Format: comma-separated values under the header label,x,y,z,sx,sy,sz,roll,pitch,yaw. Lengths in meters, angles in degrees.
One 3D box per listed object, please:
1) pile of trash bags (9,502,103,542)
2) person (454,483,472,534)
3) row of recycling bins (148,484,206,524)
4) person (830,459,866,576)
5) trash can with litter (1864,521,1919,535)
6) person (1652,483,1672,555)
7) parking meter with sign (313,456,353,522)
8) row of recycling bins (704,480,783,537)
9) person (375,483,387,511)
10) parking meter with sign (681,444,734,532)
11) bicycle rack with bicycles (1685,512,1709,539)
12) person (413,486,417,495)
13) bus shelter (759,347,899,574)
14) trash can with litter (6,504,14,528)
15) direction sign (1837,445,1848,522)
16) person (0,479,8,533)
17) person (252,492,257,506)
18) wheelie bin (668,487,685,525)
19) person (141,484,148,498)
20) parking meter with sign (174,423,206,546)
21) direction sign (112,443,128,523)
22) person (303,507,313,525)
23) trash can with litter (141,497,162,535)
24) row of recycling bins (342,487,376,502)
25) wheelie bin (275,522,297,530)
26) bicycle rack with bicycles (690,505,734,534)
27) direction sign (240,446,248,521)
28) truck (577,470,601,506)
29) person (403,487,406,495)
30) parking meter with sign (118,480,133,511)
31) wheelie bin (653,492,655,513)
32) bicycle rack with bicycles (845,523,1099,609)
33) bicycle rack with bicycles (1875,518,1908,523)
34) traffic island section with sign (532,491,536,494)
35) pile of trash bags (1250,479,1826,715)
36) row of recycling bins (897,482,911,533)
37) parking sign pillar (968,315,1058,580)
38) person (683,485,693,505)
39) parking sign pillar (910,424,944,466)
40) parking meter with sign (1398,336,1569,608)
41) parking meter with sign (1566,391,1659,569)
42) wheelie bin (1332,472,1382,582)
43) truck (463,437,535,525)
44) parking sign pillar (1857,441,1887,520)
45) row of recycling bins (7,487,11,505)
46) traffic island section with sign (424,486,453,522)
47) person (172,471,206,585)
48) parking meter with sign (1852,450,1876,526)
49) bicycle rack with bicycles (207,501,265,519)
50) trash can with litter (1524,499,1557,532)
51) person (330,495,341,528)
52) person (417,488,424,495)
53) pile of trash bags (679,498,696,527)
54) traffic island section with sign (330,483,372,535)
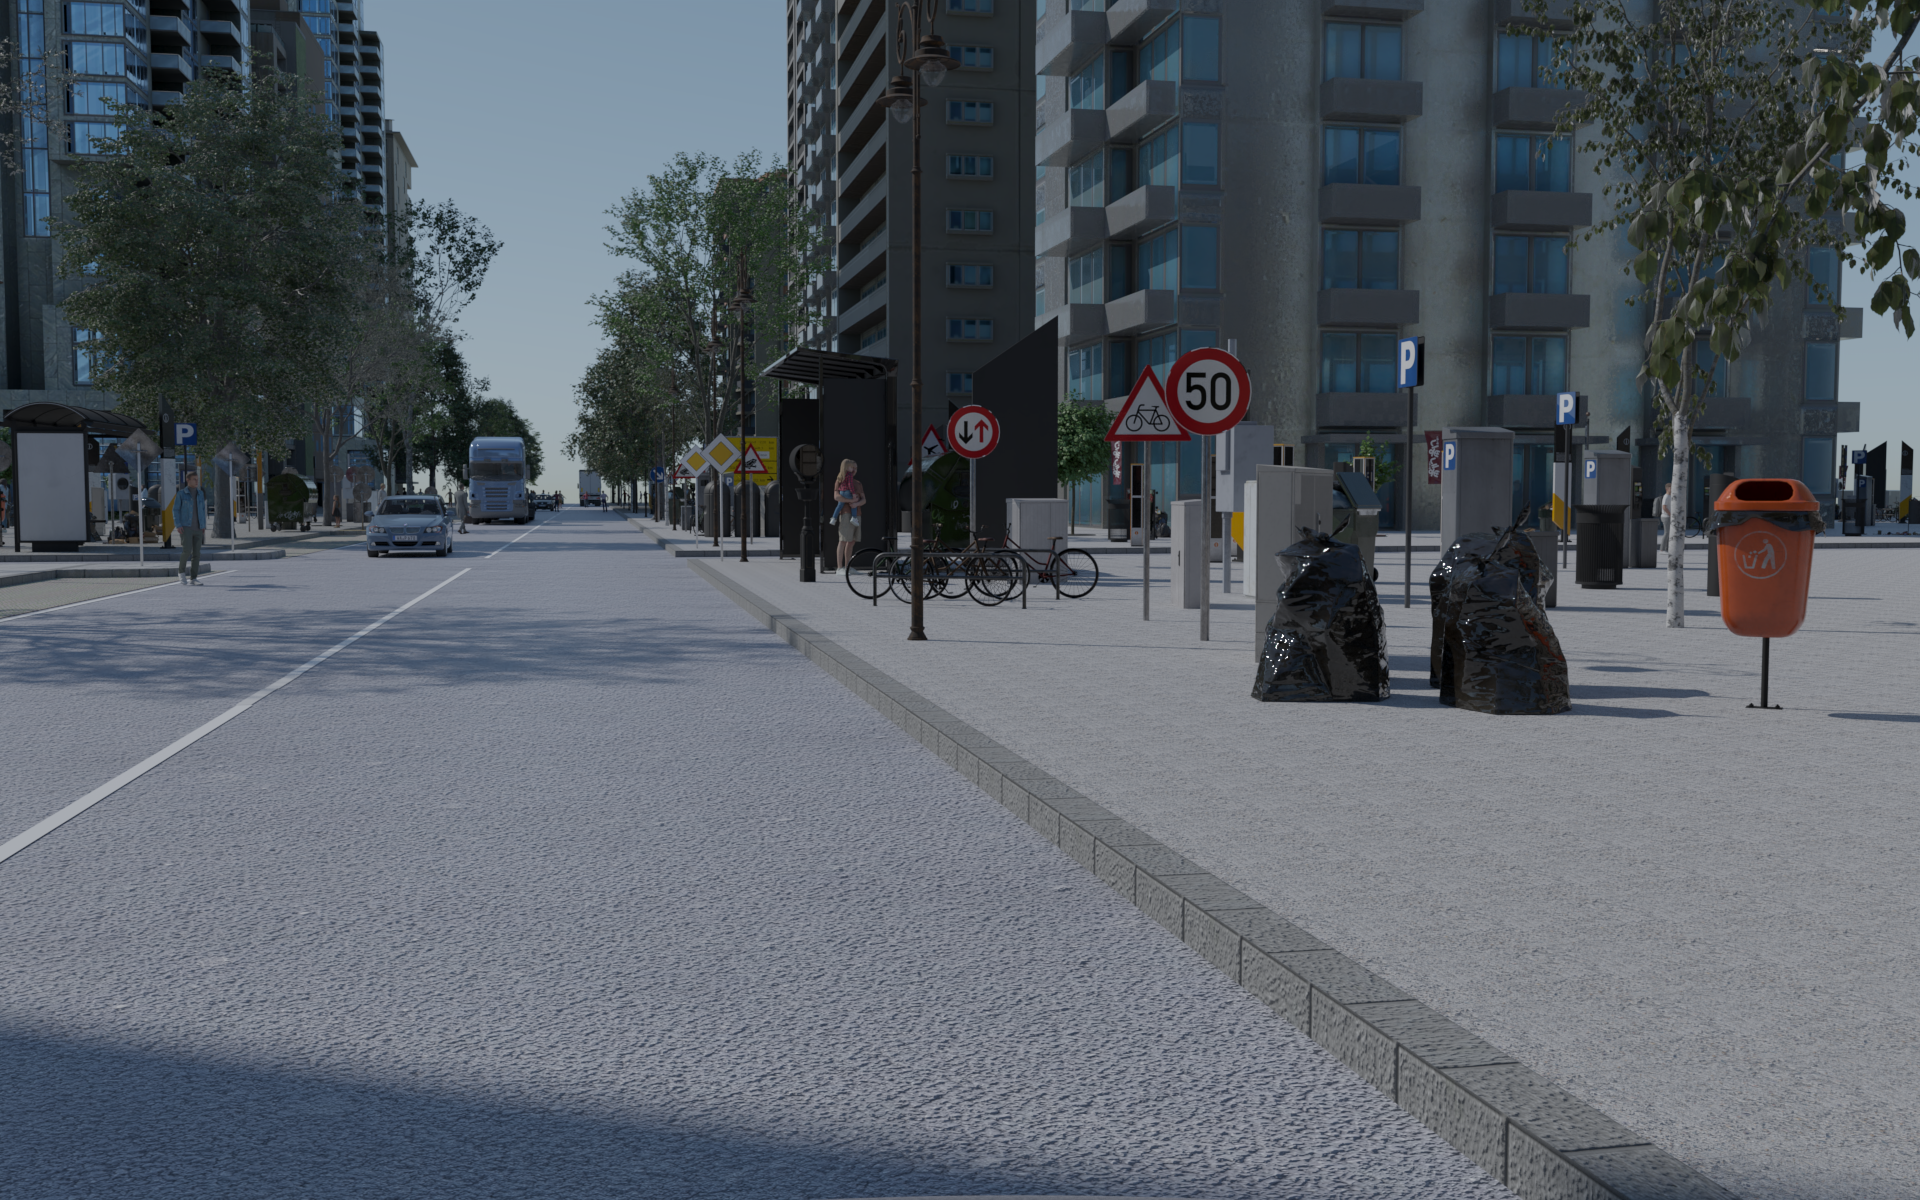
label,x,y,z,sx,sy,sz,roll,pitch,yaw
pile of trash bags,-24.371,-2.288,47.157,1.912,1.369,3.447,-1,4,-18
person,-17.789,-3.268,62.029,0.694,1.812,0.767,2,4,30
row of recycling bins,-33.461,-4.088,73.957,3.534,1.692,1.069,2,4,34
person,-1.766,-1.303,27.318,0.573,1.828,0.580,0,4,-7
trash can with litter,29.618,-2.647,54.341,2.233,1.210,1.678,2,4,33
person,14.950,-1.711,36.614,0.523,1.515,0.503,0,4,-6
parking meter with sign,-28.796,-5.102,79.681,1.738,3.016,0.543,-1,4,-19
row of recycling bins,-5.870,-2.728,51.722,3.534,1.692,1.069,0,4,-7
person,-27.186,-4.600,81.610,0.624,1.780,0.694,2,4,29
parking meter with sign,-8.995,-3.979,61.319,1.738,3.016,0.543,-1,4,-13
bicycle rack with bicycles,22.254,-2.230,49.843,2.925,0.926,2.852,2,4,28
person,-33.215,-6.063,105.347,0.511,1.800,0.466,3,5,40
bus shelter,-2.401,-2.423,30.900,1.731,3.624,6.357,-1,4,-12
trash can with litter,-35.637,-3.276,64.956,1.055,1.170,0.624,-2,4,-24
direction sign,40.675,-5.367,79.755,0.379,3.537,0.876,3,5,42
person,-31.692,-3.120,57.316,0.793,1.790,0.793,-2,4,-34
person,-43.192,-6.112,106.549,0.480,1.755,0.524,1,4,9
wheelie bin,-11.873,-3.951,72.505,0.693,1.594,0.980,1,4,21
person,-42.790,-5.179,90.978,0.793,1.790,0.793,1,4,16
parking meter with sign,-19.258,-2.881,43.370,0.543,3.016,1.738,-1,4,-16
direction sign,-37.403,-5.206,77.119,0.379,3.537,0.876,2,4,25
person,-26.852,-3.956,70.846,0.709,1.813,0.853,-1,4,-21
trash can with litter,-25.139,-2.617,54.181,1.055,1.170,0.624,3,4,37
row of recycling bins,-34.196,-5.539,97.681,3.534,1.692,1.069,2,4,35
wheelie bin,-24.125,-3.316,62.117,0.693,1.594,0.980,3,5,42
bicycle rack with bicycles,-7.707,-2.619,56.210,2.852,0.926,2.925,2,4,30
direction sign,-34.093,-5.531,82.430,0.379,3.537,0.876,-1,4,-11
truck,-43.503,-13.126,203.527,2.839,4.237,11.283,-1,4,-13
person,-46.851,-8.581,145.974,0.705,1.869,1.348,-1,4,-21
parking meter with sign,-46.295,-6.101,96.020,1.738,3.016,0.543,0,4,8
wheelie bin,-19.572,-6.359,111.873,0.980,1.594,0.693,-2,4,-28
bicycle rack with bicycles,-0.009,-0.440,20.583,2.925,0.926,2.852,1,4,17
bicycle rack with bicycles,46.252,-4.319,84.001,2.925,0.926,2.852,0,4,3
traffic island section with sign,-59.846,-14.366,243.515,1.989,1.847,2.006,-1,4,-12
pile of trash bags,3.481,-0.066,10.825,3.447,1.369,1.912,2,4,29
row of recycling bins,-1.771,-3.100,57.803,3.534,1.692,1.069,3,4,39
parking sign pillar,0.825,-2.314,26.300,1.447,3.967,1.447,0,4,-1
person,-15.233,-5.537,96.491,0.656,1.842,0.836,-2,4,-32
parking sign pillar,-1.253,-4.770,66.468,1.447,3.967,1.447,0,4,5
parking meter with sign,5.851,-1.422,19.506,1.738,3.016,0.543,0,4,-8
parking meter with sign,11.199,-2.057,29.896,1.738,3.016,0.543,-1,4,-14
wheelie bin,5.595,-1.043,24.959,0.980,1.594,0.693,-3,5,-42
truck,-22.996,-5.980,87.539,2.967,4.110,18.799,-1,4,-12
parking sign pillar,46.210,-6.075,87.791,1.447,3.967,1.447,2,4,34
row of recycling bins,-43.981,-4.269,76.904,3.534,1.692,1.069,0,4,-4
traffic island section with sign,-26.653,-4.820,87.428,1.989,1.847,2.006,-1,4,-12
person,-12.068,-1.120,27.150,0.444,1.785,0.601,3,4,38
parking meter with sign,36.205,-4.468,69.307,0.543,3.016,1.738,3,5,43
bicycle rack with bicycles,-37.425,-4.643,89.292,2.852,0.926,2.925,-3,5,-44
trash can with litter,16.455,-2.311,49.177,1.055,1.170,0.624,2,4,28
person,-23.647,-3.357,65.595,0.373,1.253,0.362,1,4,12
person,-43.588,-8.145,139.993,1.217,1.735,0.721,-1,4,-19
pile of trash bags,-9.315,-3.614,68.834,3.447,1.369,1.912,-2,4,-32
traffic island section with sign,-21.052,-3.207,61.059,1.989,1.847,2.006,-1,4,-12
